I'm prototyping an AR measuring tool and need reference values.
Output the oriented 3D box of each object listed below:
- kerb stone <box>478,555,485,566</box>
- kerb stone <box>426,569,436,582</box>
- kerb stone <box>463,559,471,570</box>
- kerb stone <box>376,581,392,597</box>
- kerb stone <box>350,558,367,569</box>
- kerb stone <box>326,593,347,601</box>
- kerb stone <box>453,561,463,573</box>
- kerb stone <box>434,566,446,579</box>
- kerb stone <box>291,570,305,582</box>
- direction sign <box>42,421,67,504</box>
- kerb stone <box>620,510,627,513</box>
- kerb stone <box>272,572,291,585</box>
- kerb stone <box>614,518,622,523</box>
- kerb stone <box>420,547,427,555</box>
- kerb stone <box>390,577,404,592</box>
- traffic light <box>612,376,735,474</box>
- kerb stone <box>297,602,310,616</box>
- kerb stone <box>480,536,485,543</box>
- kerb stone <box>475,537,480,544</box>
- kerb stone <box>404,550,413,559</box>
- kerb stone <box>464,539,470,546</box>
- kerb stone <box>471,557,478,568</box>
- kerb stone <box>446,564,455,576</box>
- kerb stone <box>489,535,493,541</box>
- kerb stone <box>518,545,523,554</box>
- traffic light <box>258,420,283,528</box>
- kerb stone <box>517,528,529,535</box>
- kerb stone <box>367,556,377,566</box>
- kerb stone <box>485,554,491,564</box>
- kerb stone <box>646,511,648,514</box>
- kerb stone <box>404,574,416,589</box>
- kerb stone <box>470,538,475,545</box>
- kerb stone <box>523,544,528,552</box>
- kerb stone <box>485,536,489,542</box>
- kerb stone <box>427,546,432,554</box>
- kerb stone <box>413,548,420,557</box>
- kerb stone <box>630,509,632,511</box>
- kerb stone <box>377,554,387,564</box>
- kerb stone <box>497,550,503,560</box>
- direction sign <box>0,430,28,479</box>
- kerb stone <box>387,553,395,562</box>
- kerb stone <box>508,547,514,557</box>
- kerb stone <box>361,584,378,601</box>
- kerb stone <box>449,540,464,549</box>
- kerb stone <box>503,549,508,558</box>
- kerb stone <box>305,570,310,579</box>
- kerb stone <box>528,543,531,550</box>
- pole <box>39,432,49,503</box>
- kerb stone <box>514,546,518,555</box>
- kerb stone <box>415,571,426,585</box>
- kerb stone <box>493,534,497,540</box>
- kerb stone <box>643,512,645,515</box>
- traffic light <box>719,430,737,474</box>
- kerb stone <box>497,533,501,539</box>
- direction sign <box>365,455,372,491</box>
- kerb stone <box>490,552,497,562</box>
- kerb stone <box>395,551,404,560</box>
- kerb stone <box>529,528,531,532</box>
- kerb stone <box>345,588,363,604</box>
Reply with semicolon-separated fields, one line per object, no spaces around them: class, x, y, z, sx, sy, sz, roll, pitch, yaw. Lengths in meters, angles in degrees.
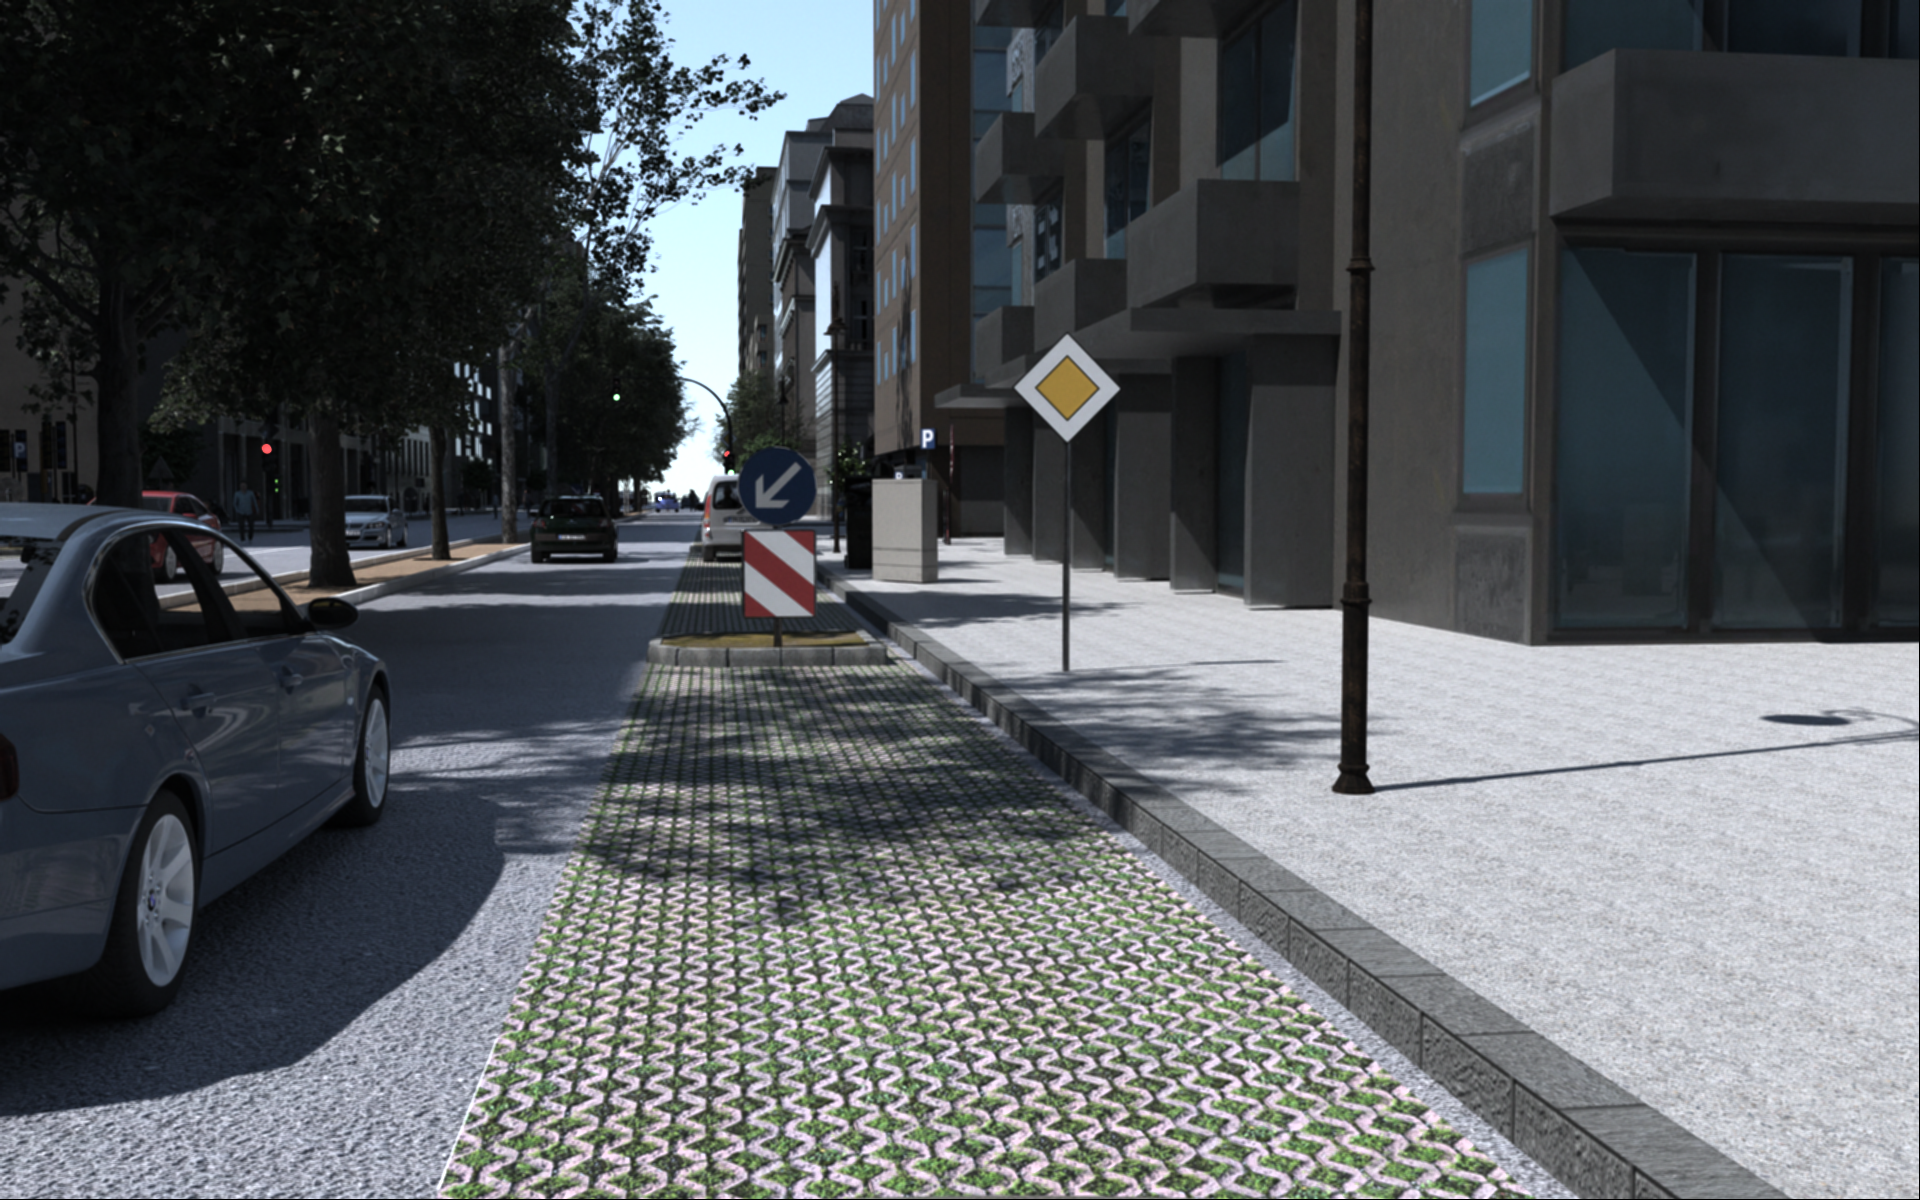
kerb stone;-9.680;-0.761;34.642;0.120;0.150;1.000;-1;4;-8
kerb stone;-8.823;-0.389;28.551;0.120;0.150;1.000;-1;4;-8
kerb stone;-9.391;-0.637;32.612;0.120;0.150;1.000;-1;4;-8
kerb stone;-8.229;-0.140;24.488;0.120;0.150;1.000;-1;4;-8
kerb stone;-11.608;-0.677;33.291;0.120;0.150;1.000;-1;4;-8
kerb stone;-7.792;0.047;21.434;0.120;0.150;1.000;-1;4;-8
kerb stone;-9.248;-0.575;31.600;0.120;0.150;1.000;-1;4;-8
kerb stone;-8.961;-0.451;29.567;0.120;0.150;1.000;-1;4;-8
kerb stone;-10.895;-0.368;28.223;0.120;0.150;1.000;-1;4;-8
direction sign;-28.247;-3.797;54.079;0.876;3.537;0.379;1;4;16
kerb stone;-26.087;-6.858;134.316;0.120;0.150;1.000;-1;4;-8
kerb stone;-10.744;-0.307;27.212;0.120;0.150;1.000;-1;4;-8
kerb stone;-17.173;-3.951;86.887;0.120;0.150;1.000;-1;4;-8
kerb stone;-12.639;-1.113;40.410;0.120;0.150;1.000;-1;4;-8
kerb stone;-8.375;-0.202;25.503;0.120;0.150;1.000;-1;4;-8
traffic light;-11.051;-5.668;67.332;4.771;5.953;1.251;-1;4;-8
kerb stone;-7.640;0.109;20.414;0.120;0.150;1.000;-1;4;-8
kerb stone;-14.084;-1.735;50.570;0.120;0.150;1.000;-1;4;-8
kerb stone;-13.942;-1.673;49.552;0.120;0.150;1.000;-1;4;-8
kerb stone;-12.333;-0.990;38.378;0.120;0.150;1.000;-1;4;-8
kerb stone;-13.654;-1.547;47.520;0.120;0.150;1.000;-1;4;-8
kerb stone;-9.545;-0.699;33.628;0.120;0.150;1.000;-1;4;-8
kerb stone;-9.102;-0.507;30.583;0.120;0.150;1.000;-1;4;-8
kerb stone;-14.387;-1.859;52.592;0.120;0.150;1.000;-1;4;-8
kerb stone;-10.702;-1.195;41.738;0.120;0.150;1.000;-1;4;-8
traffic light;-26.029;-4.673;65.320;0.839;4.253;0.868;-1;4;-8
kerb stone;-15.835;-2.480;62.739;0.120;0.150;1.000;-1;4;-8
kerb stone;-11.762;-0.741;34.308;0.120;0.150;1.000;-1;4;-8
kerb stone;-9.832;-0.823;35.653;0.120;0.150;1.000;-1;4;-8
kerb stone;-21.970;-6.005;120.380;0.120;0.150;1.000;-1;4;-8
kerb stone;-8.522;-0.262;26.529;0.120;0.150;1.000;-1;4;-8
kerb stone;-13.805;-1.607;48.538;0.120;0.150;1.000;-1;4;-8
kerb stone;-10.845;-1.257;42.753;0.120;0.150;1.000;-1;4;-8
kerb stone;-14.240;-1.797;51.580;0.120;0.150;1.000;-1;4;-8
kerb stone;-12.778;-1.176;41.429;0.120;0.150;1.000;-1;4;-8
kerb stone;-12.487;-1.052;39.394;0.120;0.150;1.000;-1;4;-8
kerb stone;-27.548;-7.478;144.467;0.120;0.150;1.000;-1;4;-8
kerb stone;-11.899;-0.803;35.327;0.120;0.150;1.000;-1;4;-8
kerb stone;-10.125;-0.947;37.683;0.120;0.150;1.000;-1;4;-8
direction sign;-33.302;-4.218;60.964;0.876;3.537;0.379;-1;4;-20
kerb stone;-12.057;-0.865;36.346;0.120;0.150;1.000;-1;4;-8
kerb stone;-10.410;-1.071;39.714;0.120;0.150;1.000;-1;4;-8
kerb stone;-8.087;-0.077;23.475;0.120;0.150;1.000;-1;4;-8
kerb stone;-13.510;-1.482;46.509;0.120;0.150;1.000;-1;4;-8
kerb stone;-10.267;-1.010;38.701;0.120;0.150;1.000;-1;4;-8
kerb stone;-11.036;-0.419;29.237;0.120;0.150;1.000;-1;4;-8
kerb stone;-10.991;-1.316;43.765;0.120;0.150;1.000;-1;4;-8
pole;-29.959;-3.842;56.660;0.158;3.312;0.155;0;3;0
kerb stone;-10.563;-1.128;40.725;0.120;0.150;1.000;-1;4;-8
kerb stone;-8.674;-0.327;27.540;0.120;0.150;1.000;-1;4;-8
kerb stone;-14.525;-1.920;53.605;0.120;0.150;1.000;-1;4;-8
kerb stone;-21.234;-5.694;115.305;0.120;0.150;1.000;-1;4;-8
traffic light;-10.126;-5.306;75.673;0.839;4.253;0.868;-1;4;-8
kerb stone;-14.665;-1.983;54.618;0.120;0.150;1.000;-1;4;-8
direction sign;-34.262;-6.630;100.403;0.379;3.537;0.876;0;4;6
kerb stone;-9.981;-0.880;36.664;0.120;0.150;1.000;-1;4;-8
kerb stone;-12.197;-0.921;37.359;0.120;0.150;1.000;-1;4;-8
kerb stone;-15.983;-2.537;63.755;0.120;0.150;1.000;-1;4;-8
kerb stone;-7.941;-0.016;22.450;0.120;0.150;1.000;-1;4;-8
